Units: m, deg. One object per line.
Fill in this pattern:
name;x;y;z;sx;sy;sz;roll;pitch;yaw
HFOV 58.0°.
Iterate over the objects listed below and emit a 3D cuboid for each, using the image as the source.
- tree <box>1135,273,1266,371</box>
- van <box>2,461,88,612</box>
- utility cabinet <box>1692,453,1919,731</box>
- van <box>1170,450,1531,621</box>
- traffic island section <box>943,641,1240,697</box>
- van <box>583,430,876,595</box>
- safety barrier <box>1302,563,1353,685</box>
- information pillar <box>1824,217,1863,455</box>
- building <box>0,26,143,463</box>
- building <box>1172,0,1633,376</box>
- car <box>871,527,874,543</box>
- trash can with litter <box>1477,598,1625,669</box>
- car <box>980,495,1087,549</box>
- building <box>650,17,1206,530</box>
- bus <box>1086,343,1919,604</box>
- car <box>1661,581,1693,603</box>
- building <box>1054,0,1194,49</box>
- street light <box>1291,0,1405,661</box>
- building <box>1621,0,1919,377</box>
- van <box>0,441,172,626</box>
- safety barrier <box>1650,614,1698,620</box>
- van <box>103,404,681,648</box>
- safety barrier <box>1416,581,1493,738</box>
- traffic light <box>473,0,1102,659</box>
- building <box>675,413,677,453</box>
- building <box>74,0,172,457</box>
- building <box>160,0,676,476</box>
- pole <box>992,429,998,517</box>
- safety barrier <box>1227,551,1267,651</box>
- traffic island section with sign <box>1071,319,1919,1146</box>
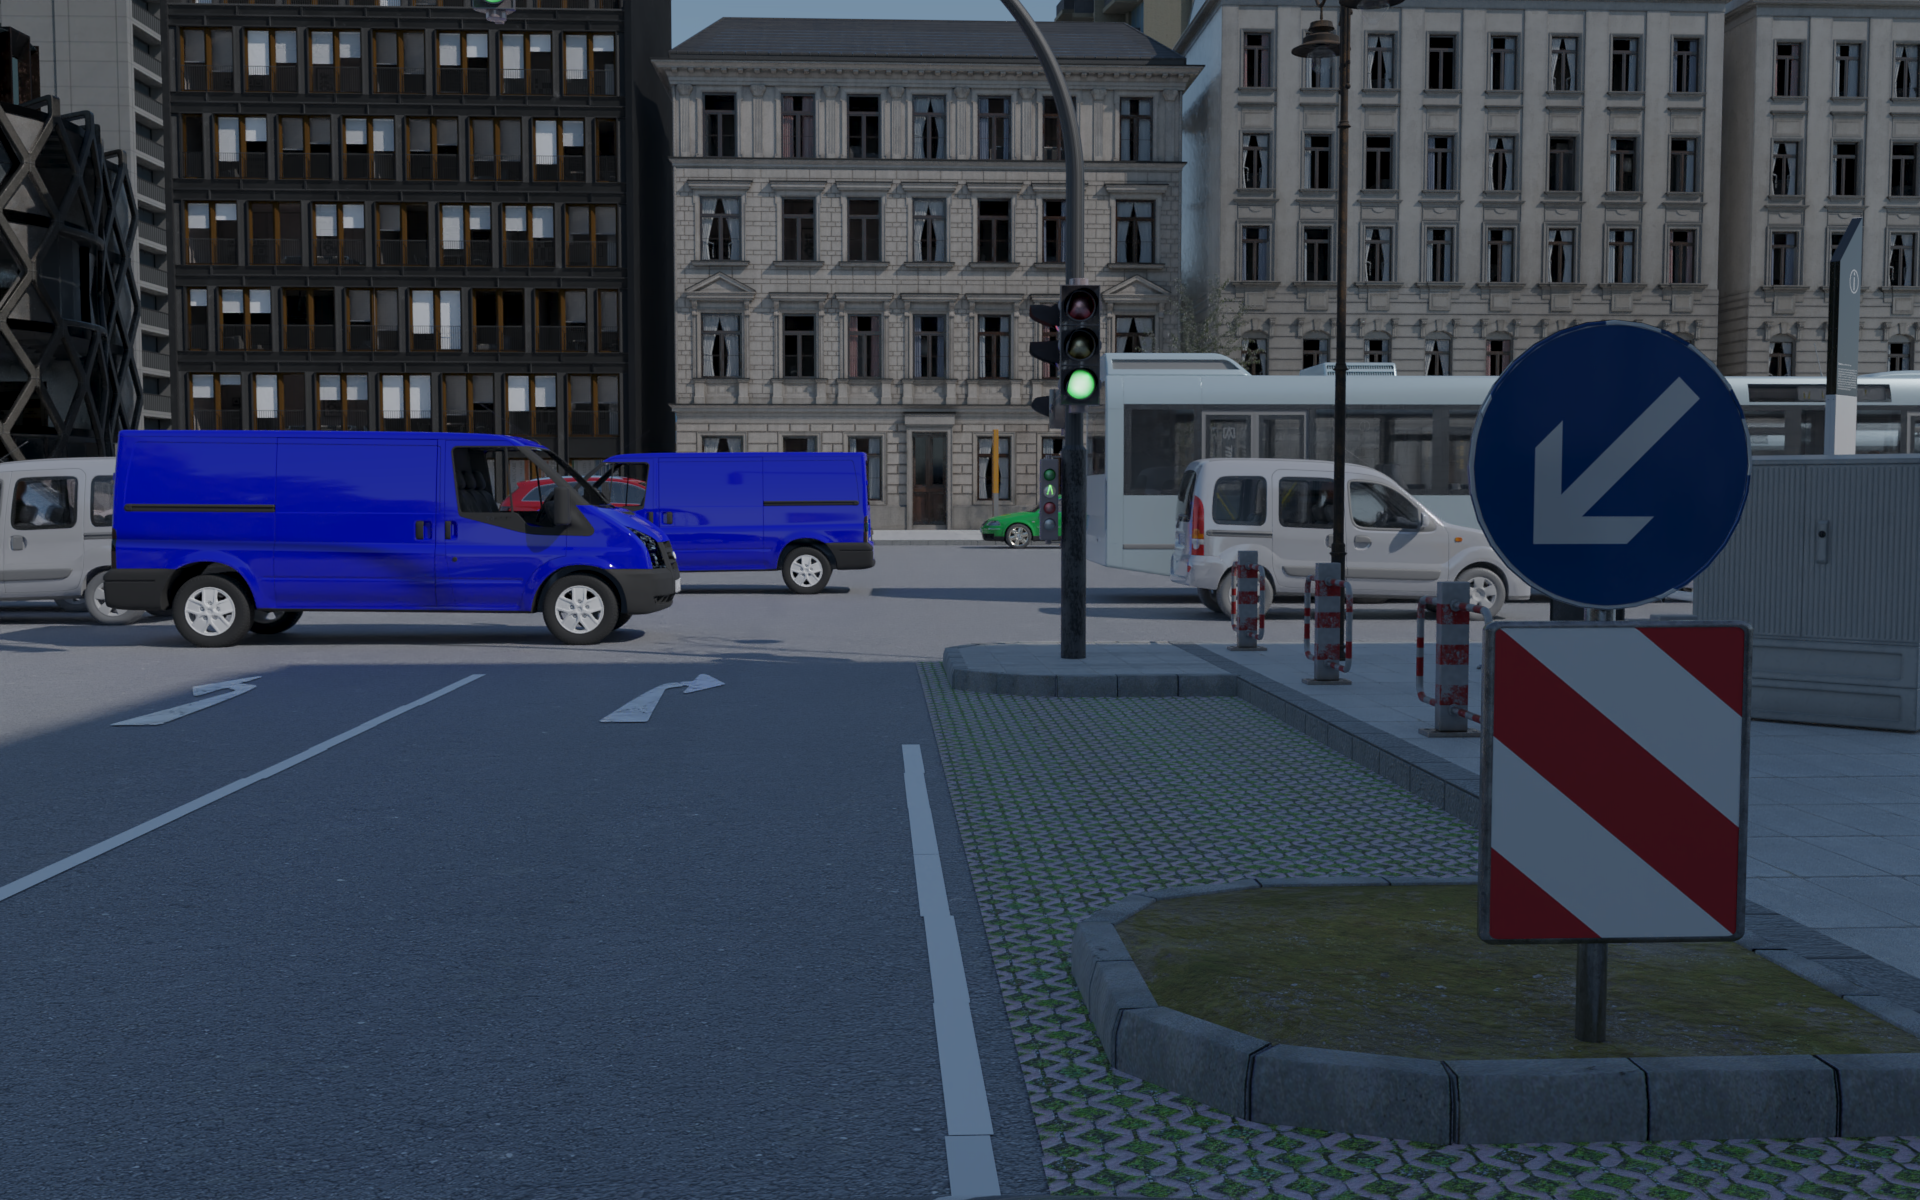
tree;7.903;-6.535;57.206;4.360;8.622;3.978;0;3;0
van;-12.035;-0.892;21.596;4.112;2.044;2.013;0;4;-4
utility cabinet;4.738;-0.060;9.662;1.173;1.500;0.318;3;5;41
van;4.551;-0.810;20.256;4.112;2.044;2.013;0;4;-1
traffic island section;0.900;0.532;13.582;2.009;0.180;2.903;0;4;-3
van;-3.866;-1.285;25.396;5.245;2.365;2.240;0;4;-3
safety barrier;2.481;0.158;11.699;0.300;0.817;1.120;0;4;-3
information pillar;7.437;-1.423;14.618;0.504;3.616;0.183;-3;5;-44
building;-41.469;-12.164;66.330;16.811;18.784;16.820;0;4;-3
building;17.533;-13.187;64.753;18.267;20.994;9.793;0;4;-3
car;-4.250;-2.048;43.277;4.222;1.686;2.009;0;4;-5
trash can with litter;4.867;-0.082;12.402;2.233;1.210;1.678;2;4;35
car;2.889;-2.274;45.980;4.718;1.807;1.959;0;4;-2
building;-1.314;-12.300;65.734;19.286;19.102;10.561;0;4;-3
bus;8.452;-1.764;23.707;13.247;3.499;2.948;0;4;-2
car;10.089;-0.382;18.613;4.827;1.381;2.083;0;4;-4
building;18.839;-29.308;133.809;22.147;44.769;28.867;0;4;-3
street light;2.912;-2.472;13.205;0.468;5.910;1.993;0;4;-3
building;36.468;-13.269;66.103;18.267;20.994;9.793;0;4;-3
van;-10.625;-0.764;19.500;4.112;2.044;2.013;0;4;-4
safety barrier;2.739;0.465;6.672;0.300;0.817;1.120;0;4;-3
van;-5.422;-0.777;17.091;5.245;2.365;2.240;0;4;-5
safety barrier;2.611;0.311;9.187;0.300;0.817;1.120;0;4;-3
traffic light;-1.225;-2.358;13.219;4.771;5.953;1.251;0;4;-3
building;-41.349;-35.119;224.311;14.200;45.320;14.600;0;4;-3
building;-60.068;-41.499;116.761;20.563;71.187;20.611;0;4;-3
building;-19.489;-14.423;65.496;15.834;23.373;12.332;0;4;-3
pole;1.117;-3.718;54.626;0.158;3.312;0.155;0;3;0
safety barrier;2.358;0.004;14.211;0.300;0.817;1.120;0;4;-3
traffic island section with sign;1.347;0.238;4.743;1.989;1.847;2.006;0;4;-3
